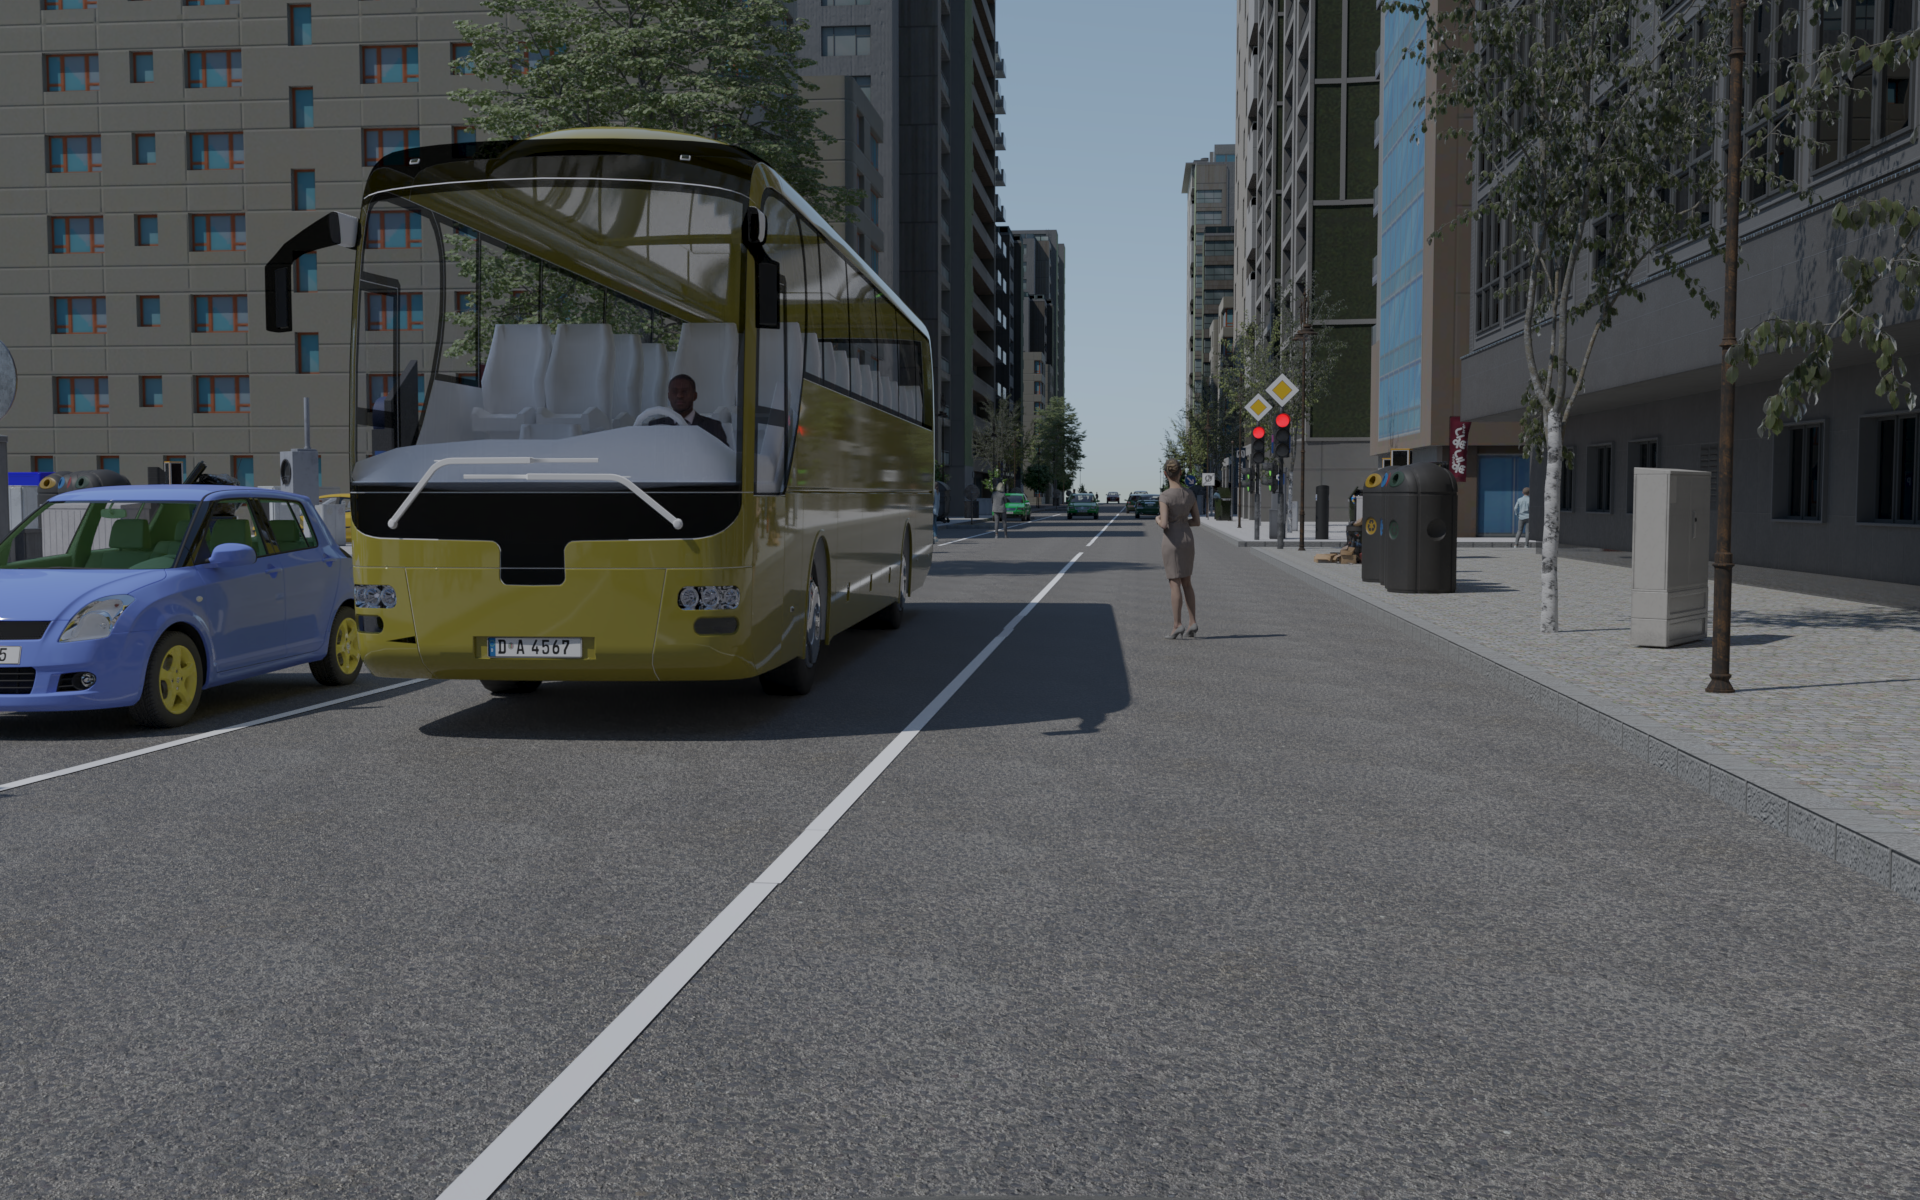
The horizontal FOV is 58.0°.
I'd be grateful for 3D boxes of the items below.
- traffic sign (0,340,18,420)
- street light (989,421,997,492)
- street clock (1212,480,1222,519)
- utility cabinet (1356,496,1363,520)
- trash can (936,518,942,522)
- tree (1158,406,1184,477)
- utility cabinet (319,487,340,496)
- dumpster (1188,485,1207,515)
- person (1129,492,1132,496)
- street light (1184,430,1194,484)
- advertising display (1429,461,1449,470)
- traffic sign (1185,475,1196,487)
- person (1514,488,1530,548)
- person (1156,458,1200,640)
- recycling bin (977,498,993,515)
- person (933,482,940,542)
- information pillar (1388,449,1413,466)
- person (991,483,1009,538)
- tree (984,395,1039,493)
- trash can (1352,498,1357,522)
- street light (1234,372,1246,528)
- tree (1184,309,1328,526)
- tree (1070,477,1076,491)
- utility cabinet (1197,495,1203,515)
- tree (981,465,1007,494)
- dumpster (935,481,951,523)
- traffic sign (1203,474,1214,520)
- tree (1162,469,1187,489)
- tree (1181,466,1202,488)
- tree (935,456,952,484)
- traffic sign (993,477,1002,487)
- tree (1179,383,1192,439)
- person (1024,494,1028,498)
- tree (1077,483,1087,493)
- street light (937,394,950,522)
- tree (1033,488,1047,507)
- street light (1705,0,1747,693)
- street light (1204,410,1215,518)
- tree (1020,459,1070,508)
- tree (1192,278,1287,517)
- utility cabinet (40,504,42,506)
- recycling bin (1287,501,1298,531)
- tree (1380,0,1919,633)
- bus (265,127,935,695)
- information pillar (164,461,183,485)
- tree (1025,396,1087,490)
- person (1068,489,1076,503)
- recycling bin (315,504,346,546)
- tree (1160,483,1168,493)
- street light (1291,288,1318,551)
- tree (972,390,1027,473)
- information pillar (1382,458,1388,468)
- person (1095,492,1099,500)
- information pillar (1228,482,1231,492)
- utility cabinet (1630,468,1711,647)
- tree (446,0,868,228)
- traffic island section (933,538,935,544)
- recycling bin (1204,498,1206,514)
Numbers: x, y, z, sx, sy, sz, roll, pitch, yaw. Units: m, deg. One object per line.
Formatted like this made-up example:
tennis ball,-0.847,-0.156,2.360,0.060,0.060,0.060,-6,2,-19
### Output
traffic sign,-7.651,-0.816,13.451,0.768,2.556,0.104,1,4,13
street light,2.099,-8.226,107.277,0.468,5.910,1.993,0,4,6
street clock,12.950,-5.065,87.376,0.471,2.002,0.358,2,4,27
utility cabinet,12.337,-2.502,52.076,0.306,1.237,1.020,-1,4,-22
trash can,-0.986,-4.241,80.999,0.748,1.137,0.748,0,3,0
tree,17.783,-10.976,129.828,4.737,8.622,4.395,0,3,0
utility cabinet,-18.871,-2.586,50.967,1.173,1.500,0.318,-3,5,-41
dumpster,14.834,-6.292,108.627,1.264,1.857,1.865,0,4,6
person,24.838,-14.818,251.438,0.551,1.740,0.621,-1,4,-22
street light,16.263,-9.141,122.246,0.468,5.910,1.993,0,4,6
advertising display,9.547,-1.804,34.710,0.123,1.923,0.974,0,4,-4
traffic sign,15.413,-7.081,115.879,0.768,2.556,0.104,0,4,7
person,14.722,-2.127,45.084,0.589,1.601,0.330,3,4,38
person,2.136,-0.505,17.090,0.599,1.781,0.374,-2,4,-35
recycling bin,1.492,-5.631,104.629,0.722,1.027,0.722,3,4,36
person,-0.775,-2.606,51.369,0.793,1.790,0.793,-1,4,-12
information pillar,7.156,-1.444,28.105,0.304,2.012,0.304,2,4,25
person,1.283,-2.904,56.162,0.537,1.800,0.526,2,4,26
tree,3.785,-10.952,129.432,4.737,8.622,4.395,0,3,0
trash can,13.147,-2.737,56.406,0.748,1.137,0.748,0,3,0
street light,10.572,-5.661,65.348,0.468,5.910,1.993,0,4,6
tree,12.279,-7.287,69.504,4.737,8.622,4.395,0,3,0
tree,13.162,-14.526,221.214,4.285,4.588,4.351,0,3,0
utility cabinet,14.780,-5.840,106.651,0.306,1.237,1.020,1,4,14
tree,2.480,-7.389,115.416,1.663,3.219,1.824,0,3,0
dumpster,-1.110,-4.318,76.360,1.264,1.857,1.865,0,4,6
traffic sign,12.304,-5.118,85.810,0.606,2.300,0.079,1,4,12
tree,23.679,-12.591,189.581,4.285,4.588,4.351,0,3,0
tree,16.093,-7.680,120.168,1.663,3.219,1.824,0,3,0
tree,-1.374,-5.653,87.023,1.663,3.219,1.824,0,3,0
traffic sign,2.289,-6.343,105.838,0.606,2.300,0.079,0,4,8
tree,14.633,-9.082,98.845,4.360,8.622,3.978,0,3,0
person,7.399,-11.991,204.186,1.348,1.869,0.705,-1,4,-19
tree,19.891,-17.500,280.730,1.663,3.219,1.824,0,3,0
street light,-0.774,-6.511,79.238,0.468,5.910,1.993,0,4,6
tree,8.439,-11.269,178.850,1.663,3.219,1.824,0,3,0
street light,4.928,-2.340,11.050,0.468,5.910,1.993,0,4,6
street light,13.408,-7.398,93.742,0.468,5.910,1.993,0,4,6
tree,7.228,-10.887,161.709,4.285,4.588,4.351,0,3,0
tree,10.715,-6.526,57.058,4.360,8.622,3.978,0,3,0
utility cabinet,-7.301,-0.213,14.640,1.020,1.237,0.306,2,4,27
recycling bin,11.312,-2.902,60.000,0.722,1.027,0.722,0,4,4
tree,5.712,-4.007,15.869,4.360,8.622,3.978,0,3,0
bus,-2.005,-1.473,15.627,2.896,3.916,12.252,0,4,4
information pillar,-17.778,-2.124,39.215,0.304,2.012,0.304,-3,5,-45
tree,11.411,-17.269,200.477,7.486,12.596,7.792,0,3,0
person,7.436,-6.387,113.276,0.623,1.781,0.721,-1,4,-23
recycling bin,-15.659,-1.843,42.686,0.722,1.027,0.722,2,4,26
tree,25.519,-13.145,209.516,1.663,3.219,1.824,0,3,0
street light,7.749,-4.055,39.095,0.468,5.910,1.993,0,4,6
tree,2.585,-10.468,121.514,4.360,8.622,3.978,0,3,0
information pillar,8.823,-1.895,35.480,0.304,2.012,0.304,2,4,26
person,21.289,-15.888,268.794,0.617,1.759,0.750,-1,4,-12
information pillar,16.343,-6.135,104.799,0.304,2.012,0.304,0,4,8
utility cabinet,6.090,-0.374,14.791,0.318,1.500,1.173,3,4,39
tree,-5.396,-6.916,31.198,7.486,12.596,7.792,0,3,0
traffic island section,-1.820,-1.661,49.442,2.009,0.180,2.903,0,4,6
recycling bin,15.592,-6.110,112.452,0.722,1.027,0.722,-1,4,-11
